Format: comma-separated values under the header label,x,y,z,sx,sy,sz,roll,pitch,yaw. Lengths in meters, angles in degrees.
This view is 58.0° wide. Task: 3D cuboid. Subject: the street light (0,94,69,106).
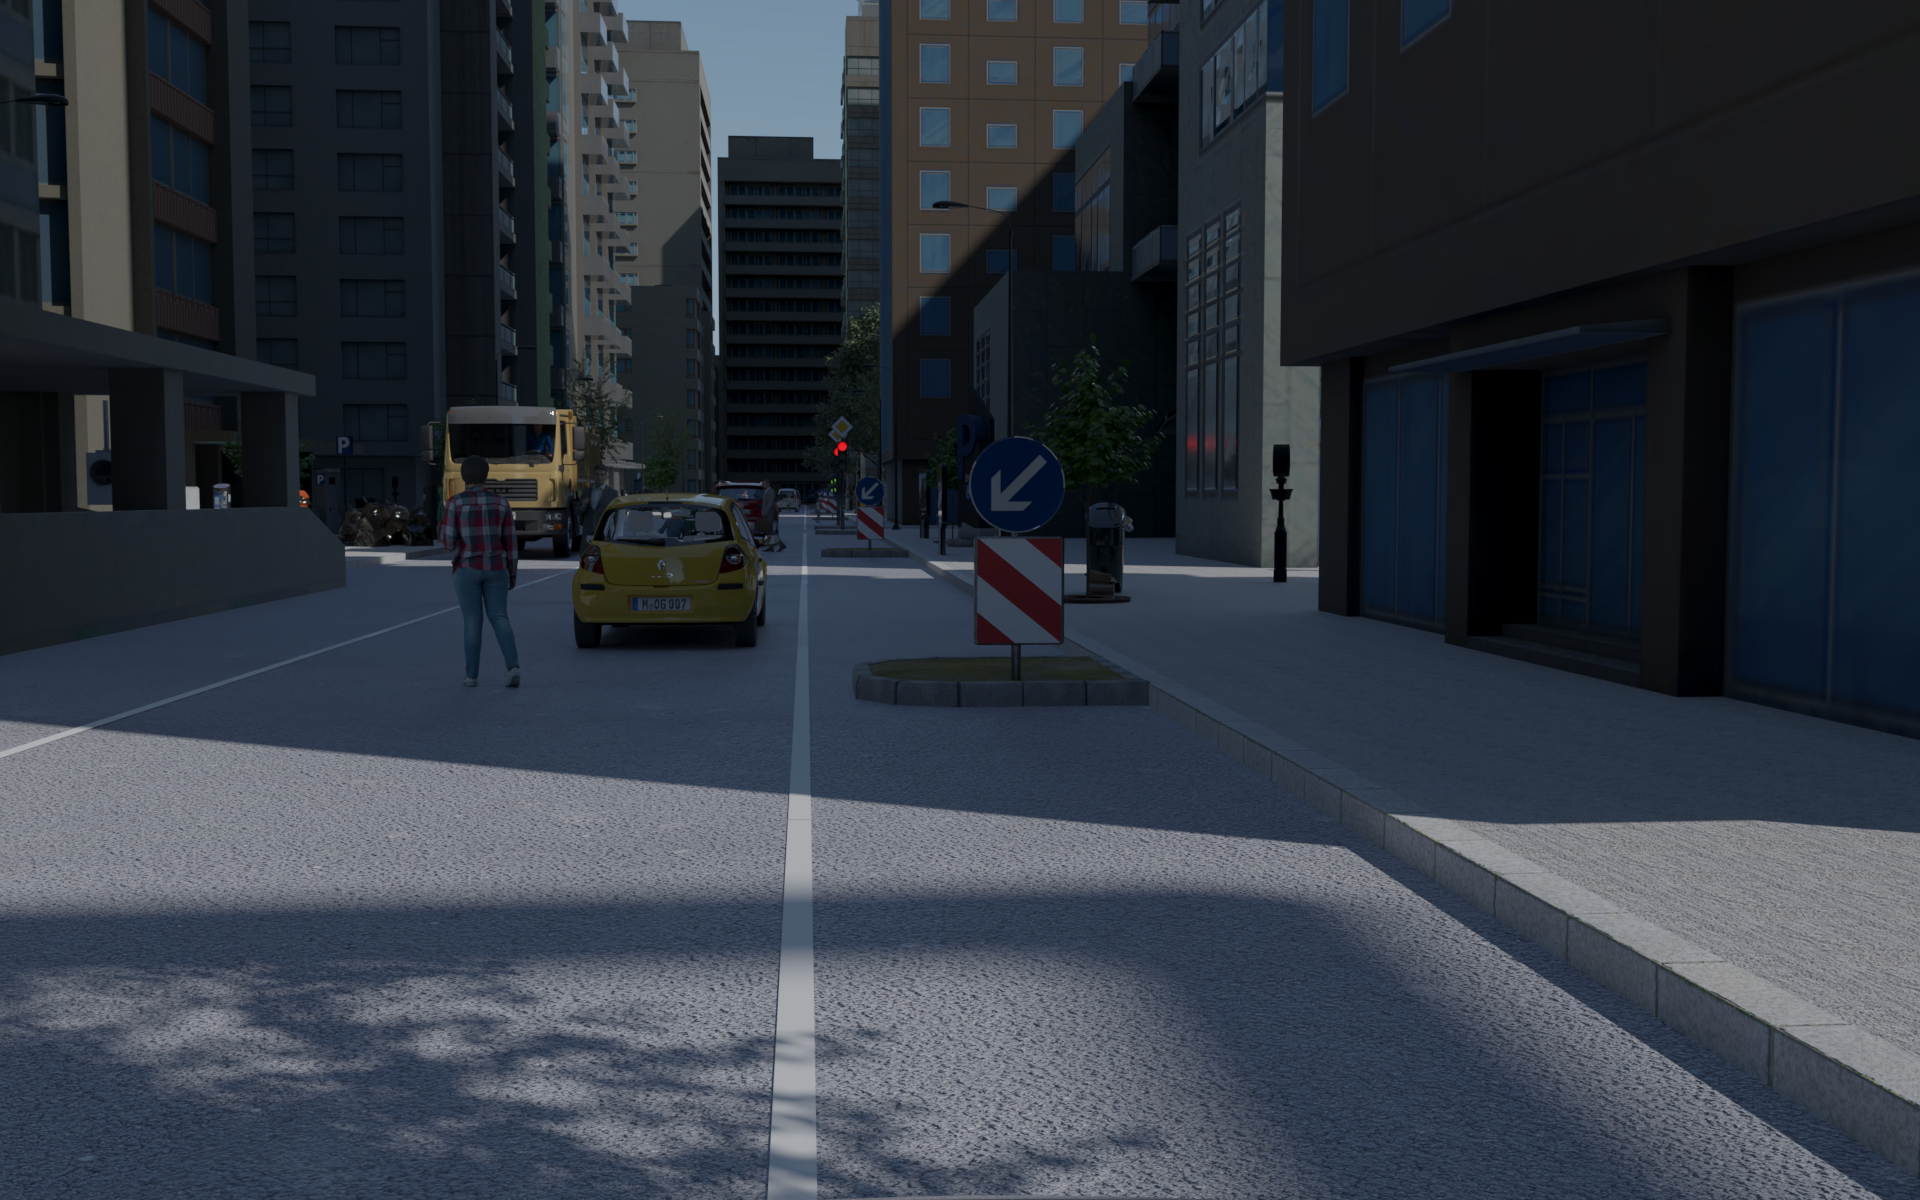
label,x,y,z,sx,sy,sz,roll,pitch,yaw
street light,-11.058,-2.917,20.235,1.470,5.913,1.316,0,4,-5

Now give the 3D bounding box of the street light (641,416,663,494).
label,x,y,z,sx,sy,sz,roll,pitch,yaw
street light,-18.365,-7.986,103.116,1.470,5.913,1.316,0,4,-5

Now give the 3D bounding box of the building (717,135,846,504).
label,x,y,z,sx,sy,sz,roll,pitch,yaw
building,-22.021,-37.559,237.783,21.600,48.544,21.300,0,4,-5

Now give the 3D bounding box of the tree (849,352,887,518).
label,x,y,z,sx,sy,sz,roll,pitch,yaw
tree,-3.696,-8.589,90.788,4.737,8.622,4.395,0,3,0

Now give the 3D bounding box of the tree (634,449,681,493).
label,x,y,z,sx,sy,sz,roll,pitch,yaw
tree,-22.089,-8.744,126.674,4.285,4.588,4.351,0,3,0

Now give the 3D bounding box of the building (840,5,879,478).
label,x,y,z,sx,sy,sz,roll,pitch,yaw
building,-0.761,-33.979,175.157,23.786,49.044,30.456,0,4,-5

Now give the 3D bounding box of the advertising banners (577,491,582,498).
label,x,y,z,sx,sy,sz,roll,pitch,yaw
advertising banners,-17.610,-4.960,77.279,2.074,3.025,0.090,-1,4,-18

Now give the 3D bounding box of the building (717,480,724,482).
label,x,y,z,sx,sy,sz,roll,pitch,yaw
building,-43.459,-33.800,207.248,28.867,44.769,22.147,0,4,-5

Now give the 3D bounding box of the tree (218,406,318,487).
label,x,y,z,sx,sy,sz,roll,pitch,yaw
tree,-13.273,-2.378,33.476,1.663,3.219,1.824,0,3,0

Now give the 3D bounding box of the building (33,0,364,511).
label,x,y,z,sx,sy,sz,roll,pitch,yaw
building,-34.543,-24.076,48.261,28.867,44.769,22.147,0,4,-5

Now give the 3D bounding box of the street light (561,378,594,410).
label,x,y,z,sx,sy,sz,roll,pitch,yaw
street light,-15.297,-5.906,69.105,1.470,5.913,1.316,0,4,-5

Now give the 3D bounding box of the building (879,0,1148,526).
label,x,y,z,sx,sy,sz,roll,pitch,yaw
building,3.740,-26.069,76.343,14.200,45.320,14.600,0,4,-5

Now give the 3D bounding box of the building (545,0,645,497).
label,x,y,z,sx,sy,sz,roll,pitch,yaw
building,-32.530,-29.821,107.186,23.786,49.044,30.456,0,4,-5

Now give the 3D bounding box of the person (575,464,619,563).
label,x,y,z,sx,sy,sz,roll,pitch,yaw
person,-4.793,-0.886,22.954,0.622,1.834,0.822,0,4,-7

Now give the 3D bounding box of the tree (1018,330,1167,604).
label,x,y,z,sx,sy,sz,roll,pitch,yaw
tree,1.539,-1.584,20.505,1.663,3.219,1.824,0,3,0

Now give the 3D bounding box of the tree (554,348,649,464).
label,x,y,z,sx,sy,sz,roll,pitch,yaw
tree,-18.628,-8.430,88.189,4.737,8.622,4.395,0,3,0

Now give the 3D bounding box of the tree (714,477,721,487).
label,x,y,z,sx,sy,sz,roll,pitch,yaw
tree,-27.708,-12.373,196.891,1.663,3.219,1.824,0,3,0

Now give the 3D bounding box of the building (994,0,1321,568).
label,x,y,z,sx,sy,sz,roll,pitch,yaw
building,12.969,-44.703,43.563,22.319,86.520,31.000,0,4,-5

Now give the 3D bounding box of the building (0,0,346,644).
label,x,y,z,sx,sy,sz,roll,pitch,yaw
building,-24.937,-19.901,17.261,32.217,40.220,23.993,0,4,-5

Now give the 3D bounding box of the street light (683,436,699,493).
label,x,y,z,sx,sy,sz,roll,pitch,yaw
street light,-21.427,-10.084,137.419,1.470,5.913,1.316,0,4,-5

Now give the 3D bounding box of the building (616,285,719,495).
label,x,y,z,sx,sy,sz,roll,pitch,yaw
building,-36.893,-19.105,157.407,27.650,21.520,28.899,0,4,-5

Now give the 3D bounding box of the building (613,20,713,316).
label,x,y,z,sx,sy,sz,roll,pitch,yaw
building,-37.295,-34.137,181.848,21.300,48.544,21.600,0,4,-5

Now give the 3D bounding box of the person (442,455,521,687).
label,x,y,z,sx,sy,sz,roll,pitch,yaw
person,-3.557,-0.217,12.879,0.563,1.720,0.643,-2,4,-30

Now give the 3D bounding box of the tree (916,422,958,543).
label,x,y,z,sx,sy,sz,roll,pitch,yaw
tree,-0.103,-3.107,45.406,1.663,3.219,1.824,0,3,0

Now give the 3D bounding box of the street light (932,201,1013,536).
label,x,y,z,sx,sy,sz,roll,pitch,yaw
street light,0.260,-3.369,27.626,1.470,5.913,1.316,0,4,-5

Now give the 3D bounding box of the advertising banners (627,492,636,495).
label,x,y,z,sx,sy,sz,roll,pitch,yaw
advertising banners,-26.902,-8.707,138.548,2.074,3.025,0.090,-1,4,-10

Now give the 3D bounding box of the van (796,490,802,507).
label,x,y,z,sx,sy,sz,roll,pitch,yaw
van,-18.112,-11.031,187.366,2.013,2.044,4.112,0,4,-7

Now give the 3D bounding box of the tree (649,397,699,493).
label,x,y,z,sx,sy,sz,roll,pitch,yaw
tree,-22.197,-11.118,132.141,4.737,8.622,4.395,0,3,0

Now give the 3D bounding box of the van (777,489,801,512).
label,x,y,z,sx,sy,sz,roll,pitch,yaw
van,-13.607,-7.947,136.951,2.013,2.044,4.112,0,4,-3

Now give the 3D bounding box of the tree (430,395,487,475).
label,x,y,z,sx,sy,sz,roll,pitch,yaw
tree,-16.200,-4.531,57.793,4.285,4.588,4.351,0,3,0

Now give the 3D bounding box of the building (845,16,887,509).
label,x,y,z,sx,sy,sz,roll,pitch,yaw
building,-3.092,-28.702,152.872,14.154,41.232,14.086,0,4,-5

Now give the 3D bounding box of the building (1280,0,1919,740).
label,x,y,z,sx,sy,sz,roll,pitch,yaw
building,11.066,-22.111,11.630,14.600,45.320,14.200,0,4,-5

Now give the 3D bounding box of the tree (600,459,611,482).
label,x,y,z,sx,sy,sz,roll,pitch,yaw
tree,-17.995,-5.466,83.967,1.663,3.219,1.824,0,3,0

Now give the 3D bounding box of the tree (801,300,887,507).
label,x,y,z,sx,sy,sz,roll,pitch,yaw
tree,-4.639,-11.347,102.537,9.611,12.733,9.660,0,3,0

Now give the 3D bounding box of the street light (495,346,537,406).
label,x,y,z,sx,sy,sz,roll,pitch,yaw
street light,-13.971,-5.007,54.407,1.470,5.913,1.316,0,4,-5

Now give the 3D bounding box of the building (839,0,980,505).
label,x,y,z,sx,sy,sz,roll,pitch,yaw
building,-3.068,-54.552,204.600,22.319,86.520,31.000,0,4,-5

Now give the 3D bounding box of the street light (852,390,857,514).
label,x,y,z,sx,sy,sz,roll,pitch,yaw
street light,-4.081,-6.403,77.225,1.470,5.913,1.316,0,4,-5

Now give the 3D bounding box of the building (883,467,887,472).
label,x,y,z,sx,sy,sz,roll,pitch,yaw
building,8.206,-32.677,123.512,28.713,52.752,27.495,0,4,-5

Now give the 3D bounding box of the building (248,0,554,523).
label,x,y,z,sx,sy,sz,roll,pitch,yaw
building,-26.231,-24.017,76.280,14.154,41.232,14.086,0,4,-5

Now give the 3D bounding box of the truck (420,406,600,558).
label,x,y,z,sx,sy,sz,roll,pitch,yaw
truck,-10.263,-2.759,41.034,3.469,3.379,9.791,0,4,-6

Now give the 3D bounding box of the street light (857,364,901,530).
label,x,y,z,sx,sy,sz,roll,pitch,yaw
street light,-2.831,-5.475,62.054,1.470,5.913,1.316,0,4,-5
